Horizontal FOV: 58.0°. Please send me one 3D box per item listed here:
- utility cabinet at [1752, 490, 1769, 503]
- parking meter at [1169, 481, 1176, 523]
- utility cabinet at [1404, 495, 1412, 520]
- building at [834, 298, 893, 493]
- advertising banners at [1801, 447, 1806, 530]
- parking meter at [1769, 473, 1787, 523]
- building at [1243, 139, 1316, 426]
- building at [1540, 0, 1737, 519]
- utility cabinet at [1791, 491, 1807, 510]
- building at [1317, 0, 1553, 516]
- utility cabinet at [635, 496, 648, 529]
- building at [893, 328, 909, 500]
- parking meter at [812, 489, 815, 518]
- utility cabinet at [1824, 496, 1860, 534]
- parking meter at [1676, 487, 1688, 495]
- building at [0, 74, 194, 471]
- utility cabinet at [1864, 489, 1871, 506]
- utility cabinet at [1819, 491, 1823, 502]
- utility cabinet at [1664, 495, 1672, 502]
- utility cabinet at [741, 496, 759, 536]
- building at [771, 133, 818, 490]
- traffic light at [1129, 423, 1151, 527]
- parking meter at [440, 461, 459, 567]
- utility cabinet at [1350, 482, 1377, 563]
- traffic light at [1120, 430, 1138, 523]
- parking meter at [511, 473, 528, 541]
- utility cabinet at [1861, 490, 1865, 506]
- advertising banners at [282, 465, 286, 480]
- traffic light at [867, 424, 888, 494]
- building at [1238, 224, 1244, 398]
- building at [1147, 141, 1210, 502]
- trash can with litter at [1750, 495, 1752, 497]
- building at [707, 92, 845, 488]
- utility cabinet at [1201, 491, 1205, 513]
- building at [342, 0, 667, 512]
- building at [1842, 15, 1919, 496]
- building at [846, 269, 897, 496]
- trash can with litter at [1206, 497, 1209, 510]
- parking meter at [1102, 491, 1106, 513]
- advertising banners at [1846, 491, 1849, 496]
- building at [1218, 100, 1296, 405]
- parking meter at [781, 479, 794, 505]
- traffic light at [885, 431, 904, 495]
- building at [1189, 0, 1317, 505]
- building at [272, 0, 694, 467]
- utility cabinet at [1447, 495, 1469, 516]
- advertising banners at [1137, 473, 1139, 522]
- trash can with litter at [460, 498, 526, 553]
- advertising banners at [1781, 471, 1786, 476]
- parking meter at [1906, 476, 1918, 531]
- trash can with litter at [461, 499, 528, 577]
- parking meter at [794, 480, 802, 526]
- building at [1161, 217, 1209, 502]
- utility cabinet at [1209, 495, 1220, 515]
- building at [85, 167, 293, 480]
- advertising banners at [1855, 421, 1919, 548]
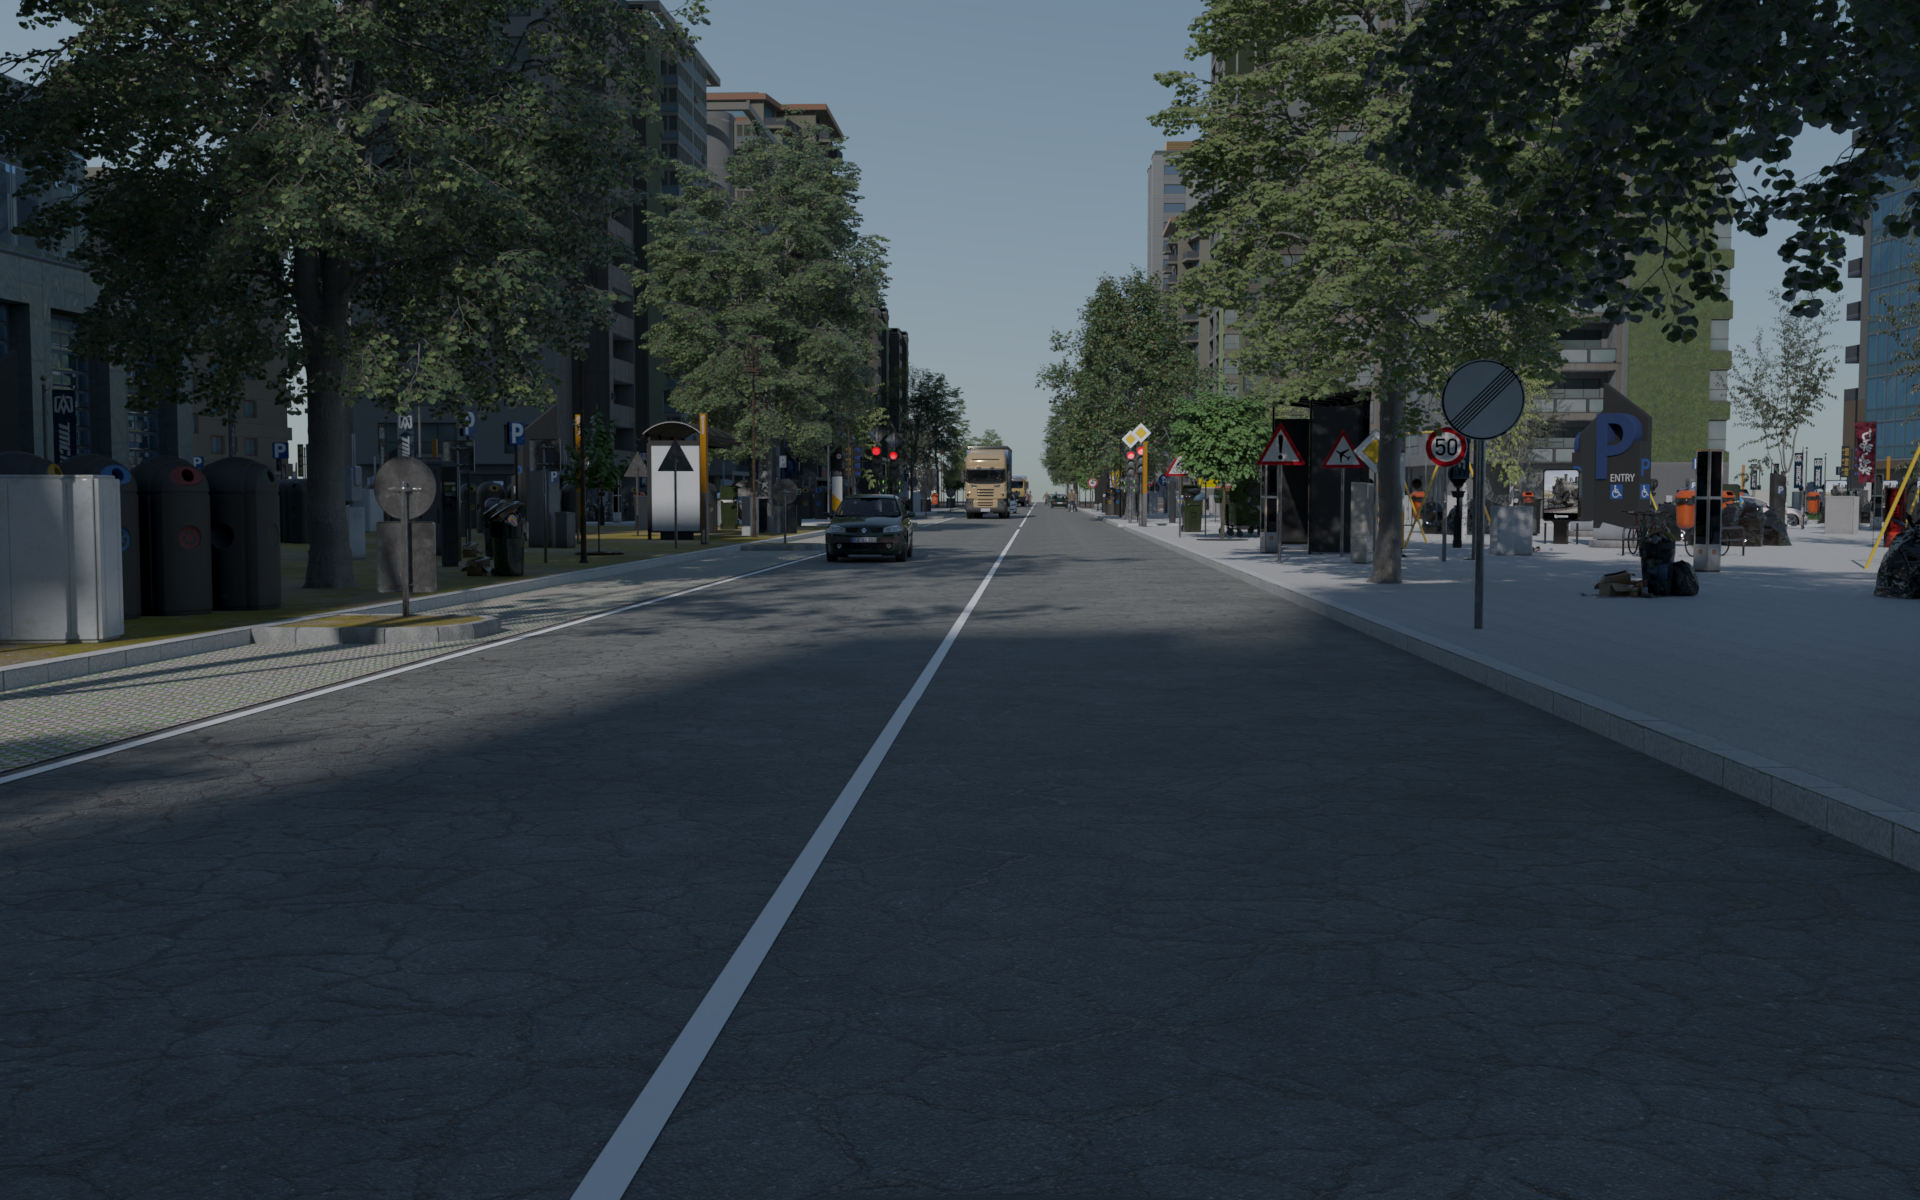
[{"bbox_3d":[43.933,-5.267,94.787,1.173,1.500,0.318,-1,4,-11],"label":"utility cabinet"},{"bbox_3d":[9.407,-4.339,76.652,0.255,1.863,0.399,1,4,14],"label":"parking meter"},{"bbox_3d":[21.973,-4.571,85.904,1.020,1.237,0.306,-2,4,-29],"label":"utility cabinet"},{"bbox_3d":[-18.110,-29.743,258.005,14.160,30.474,14.107,0,4,3],"label":"building"},{"bbox_3d":[30.850,-4.109,63.372,0.090,3.025,2.074,2,4,23],"label":"advertising banners"},{"bbox_3d":[22.691,-2.591,48.067,0.399,1.863,0.255,-1,4,-13],"label":"parking meter"},{"bbox_3d":[31.666,-22.729,143.315,14.160,30.474,14.107,0,4,3],"label":"building"},{"bbox_3d":[32.255,-25.073,93.540,14.086,41.232,14.154,0,4,3],"label":"building"},{"bbox_3d":[69.548,-8.250,143.563,1.173,1.500,0.318,-1,4,-12],"label":"utility cabinet"},{"bbox_3d":[31.730,-26.747,120.904,14.154,41.232,14.086,0,4,3],"label":"building"},{"bbox_3d":[-11.313,-3.175,63.065,1.020,1.237,0.306,-1,4,-11],"label":"utility cabinet"},{"bbox_3d":[-16.246,-32.067,295.989,14.160,30.474,14.107,0,4,3],"label":"building"},{"bbox_3d":[-7.924,-5.126,92.214,0.372,1.533,0.369,0,3,0],"label":"parking meter"},{"bbox_3d":[28.245,-2.710,55.469,0.306,1.237,1.020,-2,4,-26],"label":"utility cabinet"},{"bbox_3d":[25.718,-3.260,61.717,0.372,1.533,0.369,0,3,0],"label":"parking meter"},{"bbox_3d":[-41.118,-44.721,43.855,31.000,86.520,22.319,0,4,3],"label":"building"},{"bbox_3d":[58.549,-6.227,110.493,1.173,1.500,0.318,1,4,20],"label":"utility cabinet"},{"bbox_3d":[71.777,-8.256,143.664,1.173,1.500,0.318,-1,4,-16],"label":"utility cabinet"},{"bbox_3d":[47.573,-6.494,117.333,0.306,1.237,1.020,-1,4,-12],"label":"utility cabinet"},{"bbox_3d":[-6.533,-2.620,53.998,0.306,1.237,1.020,1,4,8],"label":"utility cabinet"},{"bbox_3d":[-30.328,-28.937,165.006,32.217,40.220,23.993,0,4,3],"label":"building"},{"bbox_3d":[7.118,-4.860,68.390,0.839,4.253,0.868,0,4,3],"label":"traffic light"},{"bbox_3d":[-9.026,-1.523,30.609,0.255,1.863,0.399,-2,4,-23],"label":"parking meter"},{"bbox_3d":[7.563,-1.449,32.371,0.318,1.500,1.173,1,4,22],"label":"utility cabinet"},{"bbox_3d":[7.491,-5.348,76.366,0.839,4.253,0.868,0,4,3],"label":"traffic light"},{"bbox_3d":[-12.074,-2.553,47.453,0.399,1.863,0.255,3,4,38],"label":"parking meter"},{"bbox_3d":[74.079,-8.251,143.579,0.318,1.500,1.173,-3,5,-43],"label":"utility cabinet"},{"bbox_3d":[-40.115,-6.570,103.610,0.090,3.025,2.074,0,4,0],"label":"advertising banners"},{"bbox_3d":[-3.283,-4.889,68.858,0.839,4.253,0.868,0,4,3],"label":"traffic light"},{"bbox_3d":[34.131,-24.332,169.527,14.160,30.474,14.107,0,4,3],"label":"building"},{"bbox_3d":[42.341,-46.042,294.790,21.231,58.520,28.212,0,4,3],"label":"building"},{"bbox_3d":[40.849,-4.812,89.733,1.678,1.210,2.233,2,4,28],"label":"trash can with litter"},{"bbox_3d":[-24.587,-32.835,191.470,22.147,44.769,28.867,0,4,3],"label":"building"},{"bbox_3d":[16.822,-7.083,124.484,1.173,1.500,0.318,2,4,32],"label":"utility cabinet"},{"bbox_3d":[-25.087,-19.945,97.803,14.160,30.474,14.107,0,4,3],"label":"building"},{"bbox_3d":[58.817,-27.139,93.838,14.200,45.320,14.600,0,4,3],"label":"building"},{"bbox_3d":[-26.074,-35.794,277.114,32.217,40.220,23.993,0,4,3],"label":"building"},{"bbox_3d":[19.910,-7.824,139.309,1.055,1.170,0.624,-2,4,-28],"label":"trash can with litter"},{"bbox_3d":[9.875,-6.734,118.513,0.372,1.533,0.369,0,3,0],"label":"parking meter"},{"bbox_3d":[32.788,-4.102,63.257,2.074,3.025,0.090,-3,5,-45],"label":"advertising banners"},{"bbox_3d":[34.317,-30.562,183.276,14.154,41.232,14.086,0,4,3],"label":"building"},{"bbox_3d":[-6.581,-3.651,65.408,0.255,1.863,0.399,-3,4,-38],"label":"parking meter"},{"bbox_3d":[-2.910,-5.377,76.834,0.839,4.253,0.868,0,4,3],"label":"traffic light"},{"bbox_3d":[37.888,-46.605,200.244,20.563,71.187,20.611,0,4,3],"label":"building"},{"bbox_3d":[-32.726,-27.018,133.618,32.217,40.220,23.993,0,4,3],"label":"building"},{"bbox_3d":[23.861,-4.394,82.998,1.020,1.237,0.306,1,4,16],"label":"utility cabinet"},{"bbox_3d":[8.161,-5.094,79.478,0.090,3.025,2.074,0,4,6],"label":"advertising banners"},{"bbox_3d":[-10.640,-1.633,37.757,2.233,1.210,1.678,0,4,-6],"label":"trash can with litter"},{"bbox_3d":[61.766,-8.265,131.322,2.074,3.025,0.090,-1,4,-13],"label":"advertising banners"},{"bbox_3d":[25.201,-2.457,45.883,0.255,1.863,0.399,2,4,31],"label":"parking meter"},{"bbox_3d":[-7.295,-0.959,27.064,1.055,1.170,0.624,1,4,13],"label":"trash can with litter"},{"bbox_3d":[-6.580,-3.920,69.808,0.255,1.863,0.399,-3,5,-43],"label":"parking meter"},{"bbox_3d":[42.456,-37.430,266.608,22.147,44.769,28.867,0,4,3],"label":"building"},{"bbox_3d":[15.609,-5.793,105.881,0.306,1.237,1.020,3,5,40],"label":"utility cabinet"},{"bbox_3d":[-61.606,-16.037,107.245,28.899,21.520,27.650,0,4,3],"label":"building"},{"bbox_3d":[22.315,-2.755,41.227,0.090,3.025,2.074,-3,5,-39],"label":"advertising banners"}]
